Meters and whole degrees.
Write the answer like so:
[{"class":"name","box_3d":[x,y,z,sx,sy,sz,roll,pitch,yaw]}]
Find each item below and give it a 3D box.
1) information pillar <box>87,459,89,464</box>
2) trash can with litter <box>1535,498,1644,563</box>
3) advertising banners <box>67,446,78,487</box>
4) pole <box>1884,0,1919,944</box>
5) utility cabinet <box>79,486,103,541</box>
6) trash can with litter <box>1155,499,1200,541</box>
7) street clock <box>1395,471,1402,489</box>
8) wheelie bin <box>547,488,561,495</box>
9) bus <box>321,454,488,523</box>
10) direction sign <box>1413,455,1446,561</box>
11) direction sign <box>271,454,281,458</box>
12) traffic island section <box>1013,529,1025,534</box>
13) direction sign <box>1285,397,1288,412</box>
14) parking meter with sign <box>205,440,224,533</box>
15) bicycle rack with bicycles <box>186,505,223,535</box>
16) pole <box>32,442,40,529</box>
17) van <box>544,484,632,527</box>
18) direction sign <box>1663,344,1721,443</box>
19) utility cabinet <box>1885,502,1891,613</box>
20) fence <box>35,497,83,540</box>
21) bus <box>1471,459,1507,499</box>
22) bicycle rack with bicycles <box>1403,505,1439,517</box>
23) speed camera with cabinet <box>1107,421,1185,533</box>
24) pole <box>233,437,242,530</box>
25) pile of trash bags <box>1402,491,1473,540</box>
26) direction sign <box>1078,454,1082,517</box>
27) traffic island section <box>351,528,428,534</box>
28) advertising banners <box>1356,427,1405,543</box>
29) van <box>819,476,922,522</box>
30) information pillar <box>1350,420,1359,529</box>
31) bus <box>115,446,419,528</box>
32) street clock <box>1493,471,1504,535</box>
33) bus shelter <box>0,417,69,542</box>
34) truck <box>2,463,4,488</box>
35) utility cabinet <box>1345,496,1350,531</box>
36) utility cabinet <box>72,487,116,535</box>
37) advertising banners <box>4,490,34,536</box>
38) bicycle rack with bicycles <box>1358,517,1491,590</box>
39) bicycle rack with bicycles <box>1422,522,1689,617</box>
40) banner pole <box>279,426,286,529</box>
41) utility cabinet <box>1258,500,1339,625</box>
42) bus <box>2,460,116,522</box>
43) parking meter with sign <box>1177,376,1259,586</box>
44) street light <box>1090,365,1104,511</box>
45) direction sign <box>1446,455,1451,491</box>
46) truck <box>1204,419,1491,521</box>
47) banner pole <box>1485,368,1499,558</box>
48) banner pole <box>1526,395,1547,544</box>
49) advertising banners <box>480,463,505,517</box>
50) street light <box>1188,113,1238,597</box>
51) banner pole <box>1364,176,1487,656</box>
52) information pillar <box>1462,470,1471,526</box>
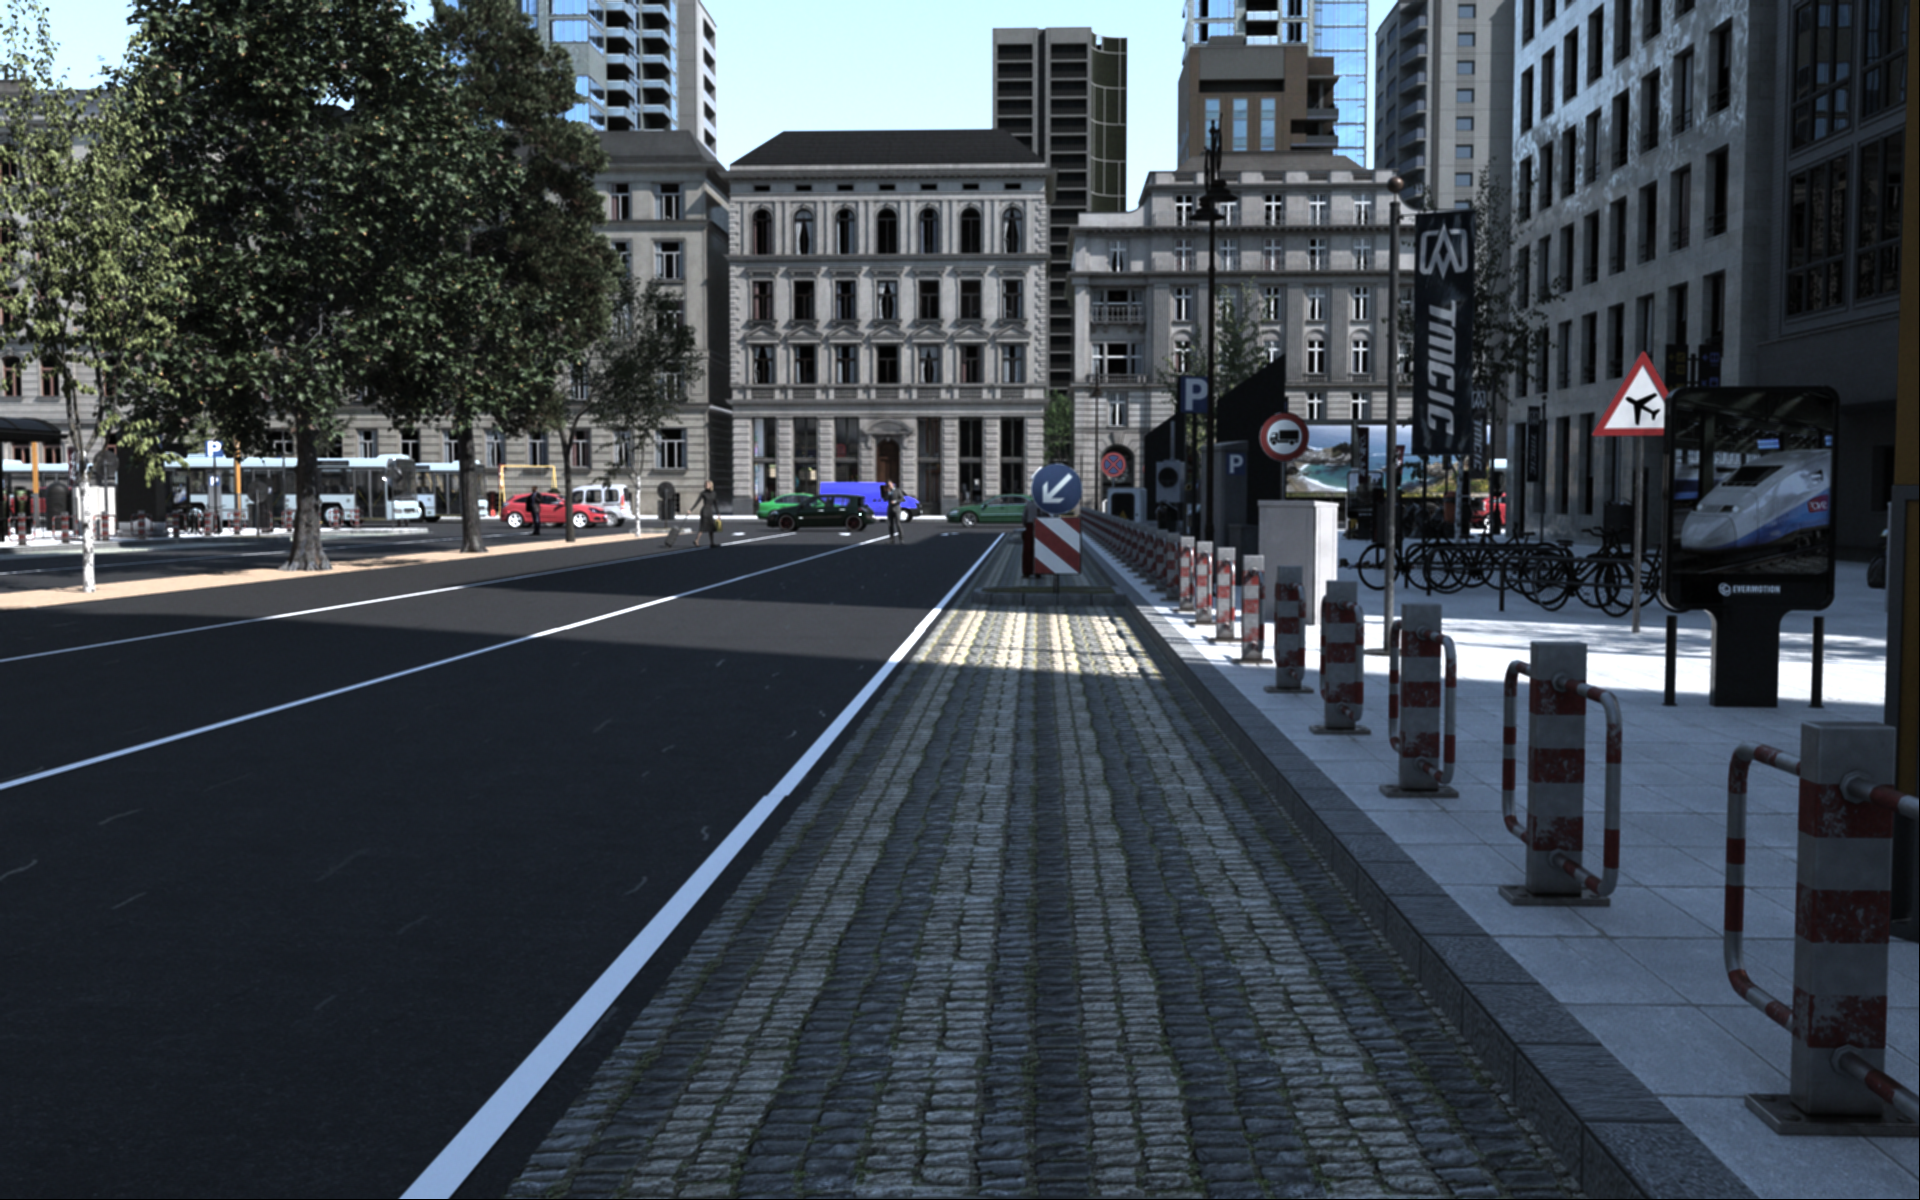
[{"class":"information pillar","box_3d":[-51.481,-6.773,102.086,0.183,3.616,0.504,0,4,0]},{"class":"trash can with litter","box_3d":[12.032,-1.330,32.810,2.233,1.210,1.678,1,4,9]},{"class":"advertising banners","box_3d":[-31.852,-4.096,63.159,2.074,3.025,0.090,2,4,29]},{"class":"pole","box_3d":[2.785,-0.678,4.924,0.158,3.312,0.155,0,3,0]},{"class":"utility cabinet","box_3d":[-23.749,-2.364,47.337,0.318,1.500,1.173,-2,4,-32]},{"class":"trash can with litter","box_3d":[5.446,-1.964,43.504,1.055,1.170,0.624,0,4,3]},{"class":"street clock","box_3d":[13.405,-2.993,53.505,0.358,2.002,0.471,-1,4,-19]},{"class":"wheelie bin","box_3d":[-21.708,-5.178,92.564,0.693,1.594,0.980,1,4,19]},{"class":"bus","box_3d":[-29.927,-5.678,87.703,13.247,3.499,2.948,0,4,3]},{"class":"direction sign","box_3d":[8.904,-2.518,33.168,0.379,3.537,0.876,2,4,34]},{"class":"direction sign","box_3d":[-38.382,-6.431,97.148,0.876,3.537,0.379,1,4,23]},{"class":"traffic island section","box_3d":[2.936,-2.463,62.547,2.009,0.180,2.903,0,4,3]},{"class":"direction sign","box_3d":[7.519,-2.989,40.870,0.379,3.537,0.876,-1,4,-15]},{"class":"parking meter with sign","box_3d":[-24.560,-3.722,57.114,0.543,3.016,1.738,-2,4,-23]},{"class":"bicycle rack with bicycles","box_3d":[-24.506,-2.519,54.572,2.852,0.926,2.925,-1,4,-22]},{"class":"pole","box_3d":[-34.365,-4.315,64.394,0.158,3.312,0.155,0,3,0]},{"class":"van","box_3d":[-16.529,-4.217,75.957,4.112,2.044,2.013,0,4,1]},{"class":"direction sign","box_3d":[11.097,-2.098,26.306,0.876,3.537,0.379,0,4,-7]},{"class":"utility cabinet","box_3d":[10.533,-0.456,18.613,1.020,1.237,0.306,0,4,2]},{"class":"fence","box_3d":[-25.320,-2.294,48.712,2.264,1.192,0.480,3,4,38]},{"class":"bus","box_3d":[23.542,-5.034,77.169,13.247,3.499,2.948,0,4,1]},{"class":"bicycle rack with bicycles","box_3d":[15.156,-2.741,58.204,2.852,0.926,2.925,0,4,0]},{"class":"speed camera with cabinet","box_3d":[5.046,-3.222,47.022,2.038,3.252,0.660,1,4,21]},{"class":"pole","box_3d":[-25.214,-4.073,60.443,0.158,3.312,0.155,0,3,0]},{"class":"pile of trash bags","box_3d":[13.852,-2.465,50.050,1.912,1.369,3.447,0,4,2]},{"class":"direction sign","box_3d":[6.893,-6.506,98.362,0.379,3.537,0.876,0,4,5]},{"class":"traffic island section","box_3d":[-20.831,-2.528,63.613,2.009,0.180,2.903,0,4,3]},{"class":"advertising banners","box_3d":[11.063,-3.025,45.654,2.074,3.025,0.090,-3,5,-40]},{"class":"van","box_3d":[-4.570,-5.132,88.293,5.245,2.365,2.240,0,4,3]},{"class":"information pillar","box_3d":[12.503,-3.871,54.651,0.504,3.616,0.183,-3,4,-39]},{"class":"bus","box_3d":[-29.587,-4.919,75.290,13.247,3.499,2.948,0,4,3]},{"class":"street clock","box_3d":[16.991,-3.070,54.769,0.358,2.002,0.471,3,5,39]},{"class":"bus shelter","box_3d":[-24.964,-3.042,43.663,2.014,3.302,5.546,0,4,3]},{"class":"truck","box_3d":[-53.861,-5.580,80.993,18.799,4.110,2.967,0,4,1]},{"class":"utility cabinet","box_3d":[13.759,-3.038,60.839,0.306,1.237,1.020,1,4,20]},{"class":"utility cabinet","box_3d":[-26.810,-2.748,53.617,0.318,1.500,1.173,3,5,40]},{"class":"advertising banners","box_3d":[-30.130,-3.542,54.107,2.074,3.025,0.090,-2,4,-30]},{"class":"bicycle rack with bicycles","box_3d":[6.736,-0.576,22.800,2.925,0.926,2.852,0,4,7]},{"class":"bicycle rack with bicycles","box_3d":[7.185,-0.337,18.887,2.852,0.926,2.925,-2,4,-30]},{"class":"banner pole","box_3d":[-24.856,-4.504,63.661,0.401,3.779,0.863,-1,4,-19]},{"class":"utility cabinet","box_3d":[3.388,-0.381,17.393,0.306,1.237,1.020,-1,4,-22]},{"class":"bus","box_3d":[-45.689,-5.737,88.667,13.247,3.499,2.948,0,4,1]},{"class":"parking meter with sign","box_3d":[3.781,-1.753,24.923,0.543,3.016,1.738,-1,4,-22]},{"class":"street light","box_3d":[4.891,-5.455,61.982,0.468,5.910,1.993,0,4,3]},{"class":"direction sign","box_3d":[15.695,-3.906,55.861,0.379,3.537,0.876,0,4,-1]},{"class":"truck","box_3d":[14.234,-4.716,66.023,11.283,4.237,2.839,0,4,1]},{"class":"banner pole","box_3d":[10.527,-2.740,34.820,0.401,3.779,0.863,-2,4,-30]},{"class":"banner pole","box_3d":[14.520,-3.276,43.579,0.863,3.779,0.401,-2,4,-34]},{"class":"advertising banners","box_3d":[-26.589,-6.248,98.344,0.090,3.025,2.074,2,4,34]},{"class":"street light","box_3d":[3.125,-2.983,21.568,0.468,5.910,1.993,0,4,3]},{"class":"banner pole","box_3d":[3.635,-1.446,13.655,0.863,3.779,0.401,2,4,28]},{"class":"information pillar","box_3d":[15.574,-2.990,53.383,0.304,2.012,0.304,1,4,18]}]
